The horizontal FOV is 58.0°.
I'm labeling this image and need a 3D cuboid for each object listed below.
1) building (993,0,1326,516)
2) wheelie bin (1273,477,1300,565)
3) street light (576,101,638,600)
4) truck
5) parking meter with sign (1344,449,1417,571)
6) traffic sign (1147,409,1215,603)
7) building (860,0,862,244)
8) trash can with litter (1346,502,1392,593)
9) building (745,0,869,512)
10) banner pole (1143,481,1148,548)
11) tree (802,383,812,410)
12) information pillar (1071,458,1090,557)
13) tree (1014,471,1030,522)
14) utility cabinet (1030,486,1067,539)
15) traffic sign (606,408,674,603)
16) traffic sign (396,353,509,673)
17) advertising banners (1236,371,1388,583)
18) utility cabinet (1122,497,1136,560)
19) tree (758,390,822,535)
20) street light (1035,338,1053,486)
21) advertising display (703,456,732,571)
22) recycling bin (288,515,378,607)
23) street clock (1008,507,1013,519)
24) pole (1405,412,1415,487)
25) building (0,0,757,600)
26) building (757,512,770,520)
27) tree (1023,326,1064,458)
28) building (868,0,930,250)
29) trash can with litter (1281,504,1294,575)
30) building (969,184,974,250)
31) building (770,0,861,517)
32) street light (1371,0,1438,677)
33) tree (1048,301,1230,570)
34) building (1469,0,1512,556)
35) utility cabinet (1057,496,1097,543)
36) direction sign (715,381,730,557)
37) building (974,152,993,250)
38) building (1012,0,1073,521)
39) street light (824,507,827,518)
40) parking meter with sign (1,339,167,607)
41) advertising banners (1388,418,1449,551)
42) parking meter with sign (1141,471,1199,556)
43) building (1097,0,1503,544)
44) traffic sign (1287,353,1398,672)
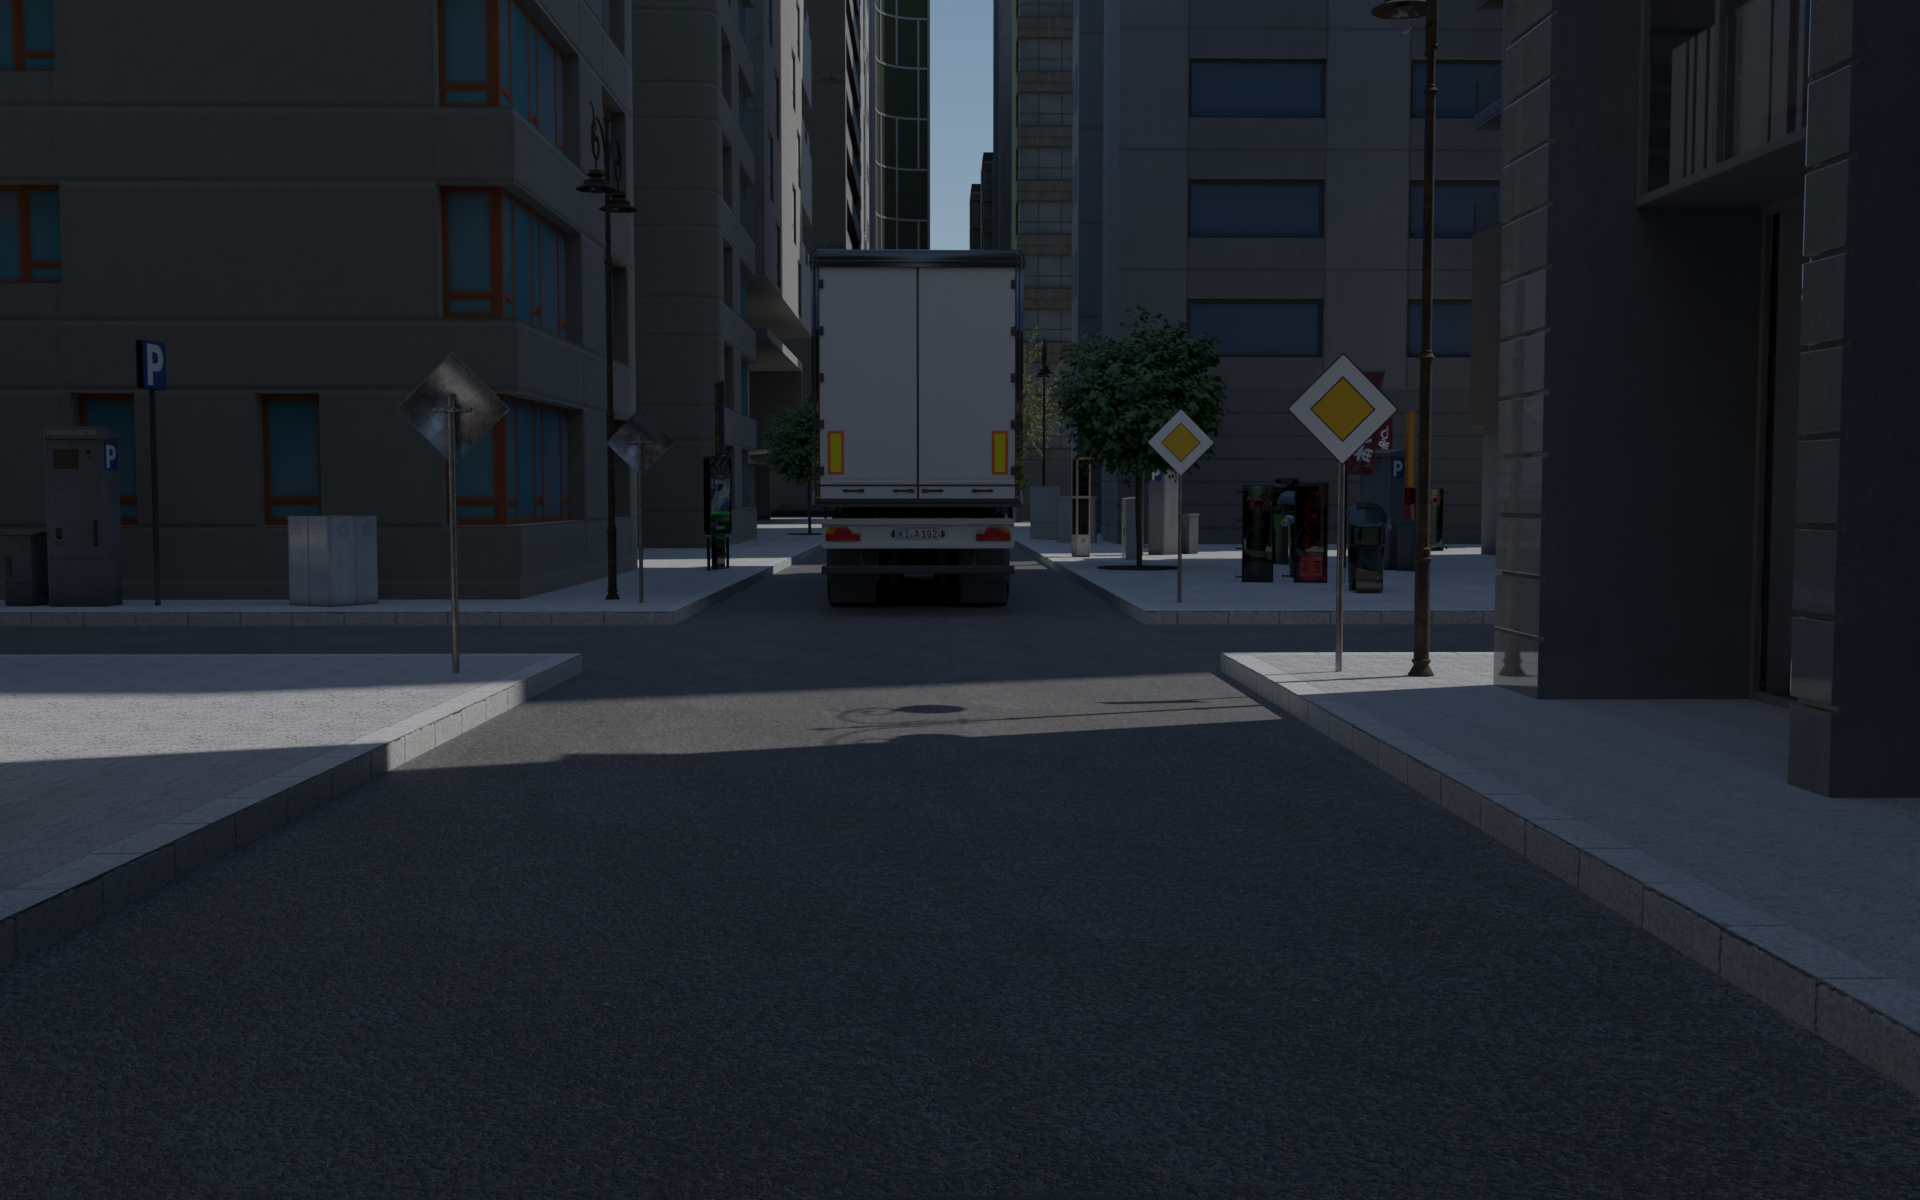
[{"bbox_3d":[12.918,-35.801,127.353,21.231,58.520,28.212,0,4,-1],"label":"building"},{"bbox_3d":[5.966,-1.451,31.639,0.693,1.594,0.980,-2,4,-28],"label":"wheelie bin"},{"bbox_3d":[-4.232,-2.944,20.923,0.468,5.910,1.993,0,4,-1],"label":"street light"},{"bbox_3d":[-0.604,-2.237,25.494,2.839,4.237,11.283,0,4,-1],"label":"truck"},{"bbox_3d":[7.164,-2.027,29.404,0.543,3.016,1.738,-2,4,-34],"label":"parking meter with sign"},{"bbox_3d":[2.594,-1.027,20.430,0.795,2.450,0.064,0,4,-1],"label":"traffic sign"},{"bbox_3d":[-14.325,-26.921,123.756,14.154,41.232,14.086,0,4,-1],"label":"building"},{"bbox_3d":[5.417,-0.697,22.782,0.624,1.170,1.055,0,4,7],"label":"trash can with litter"},{"bbox_3d":[-21.589,-34.635,155.519,27.495,52.752,28.713,0,4,-1],"label":"building"},{"bbox_3d":[4.549,-3.168,41.811,0.401,3.779,0.863,3,5,43],"label":"banner pole"},{"bbox_3d":[-6.203,-8.492,89.203,4.360,8.622,3.978,0,3,0],"label":"tree"},{"bbox_3d":[2.459,-1.879,35.209,0.304,2.012,0.304,-1,4,-16],"label":"information pillar"},{"bbox_3d":[2.283,-5.132,78.506,1.663,3.219,1.824,0,3,0],"label":"tree"},{"bbox_3d":[2.511,-2.462,48.939,0.318,1.500,1.173,-3,5,-43],"label":"utility cabinet"},{"bbox_3d":[-3.749,-1.021,20.341,0.795,2.450,0.064,0,4,-1],"label":"traffic sign"},{"bbox_3d":[-3.612,-0.533,12.358,0.795,2.450,0.064,0,4,-1],"label":"traffic sign"},{"bbox_3d":[5.030,-1.758,24.923,2.074,3.025,0.090,1,4,12],"label":"advertising banners"},{"bbox_3d":[3.378,-1.416,34.307,0.306,1.237,1.020,0,4,1],"label":"utility cabinet"},{"bbox_3d":[-4.680,-4.345,54.749,4.285,4.588,4.351,0,3,0],"label":"tree"},{"bbox_3d":[2.493,-4.813,51.478,0.468,5.910,1.993,0,4,-1],"label":"street light"},{"bbox_3d":[-4.111,-1.481,29.421,0.123,1.923,0.974,1,4,14],"label":"advertising display"},{"bbox_3d":[-7.272,-0.461,20.098,0.722,1.027,0.722,2,4,27],"label":"recycling bin"},{"bbox_3d":[1.850,-3.613,63.645,0.471,2.002,0.358,-1,4,-13],"label":"street clock"},{"bbox_3d":[11.177,-3.012,43.088,0.158,3.312,0.155,0,3,0],"label":"pole"},{"bbox_3d":[-19.417,-11.594,34.594,27.650,21.520,28.899,0,4,-1],"label":"building"},{"bbox_3d":[-20.166,-29.390,69.762,28.713,52.752,27.495,0,4,-1],"label":"building"},{"bbox_3d":[2.415,-7.595,74.539,4.737,8.622,4.395,0,3,0],"label":"tree"},{"bbox_3d":[-13.547,-45.887,188.496,20.611,71.187,20.563,0,4,-1],"label":"building"},{"bbox_3d":[5.282,-0.944,26.818,0.624,1.170,1.055,1,4,10],"label":"trash can with litter"},{"bbox_3d":[7.856,-23.973,163.665,14.160,30.474,14.107,0,4,-1],"label":"building"},{"bbox_3d":[-17.126,-29.466,105.479,21.300,48.544,21.600,0,4,-1],"label":"building"},{"bbox_3d":[3.256,-2.402,12.054,0.468,5.910,1.993,0,4,-1],"label":"street light"},{"bbox_3d":[3.137,-2.815,29.733,4.285,4.588,4.351,0,3,0],"label":"tree"},{"bbox_3d":[17.977,-23.157,28.734,14.200,45.320,14.600,0,4,-1],"label":"building"},{"bbox_3d":[3.097,-2.118,45.793,1.020,1.237,0.306,1,4,15],"label":"utility cabinet"},{"bbox_3d":[-4.865,-2.637,35.107,0.379,3.537,0.876,-1,4,-18],"label":"direction sign"},{"bbox_3d":[8.724,-23.092,149.261,14.160,30.474,14.107,0,4,-1],"label":"building"},{"bbox_3d":[9.575,-24.747,88.206,14.154,41.232,14.086,0,4,-1],"label":"building"},{"bbox_3d":[-4.939,-5.546,63.473,0.468,5.910,1.993,0,4,-1],"label":"street light"},{"bbox_3d":[-10.048,-1.441,19.828,1.738,3.016,0.543,0,4,0],"label":"parking meter with sign"},{"bbox_3d":[10.277,-2.653,39.565,0.090,3.025,2.074,-3,4,-37],"label":"advertising banners"},{"bbox_3d":[4.368,-2.466,36.587,1.738,3.016,0.543,-3,5,-45],"label":"parking meter with sign"},{"bbox_3d":[14.256,-31.475,56.619,21.231,58.520,28.212,0,4,-1],"label":"building"},{"bbox_3d":[2.732,-0.538,12.446,0.795,2.450,0.064,0,4,-1],"label":"traffic sign"}]
